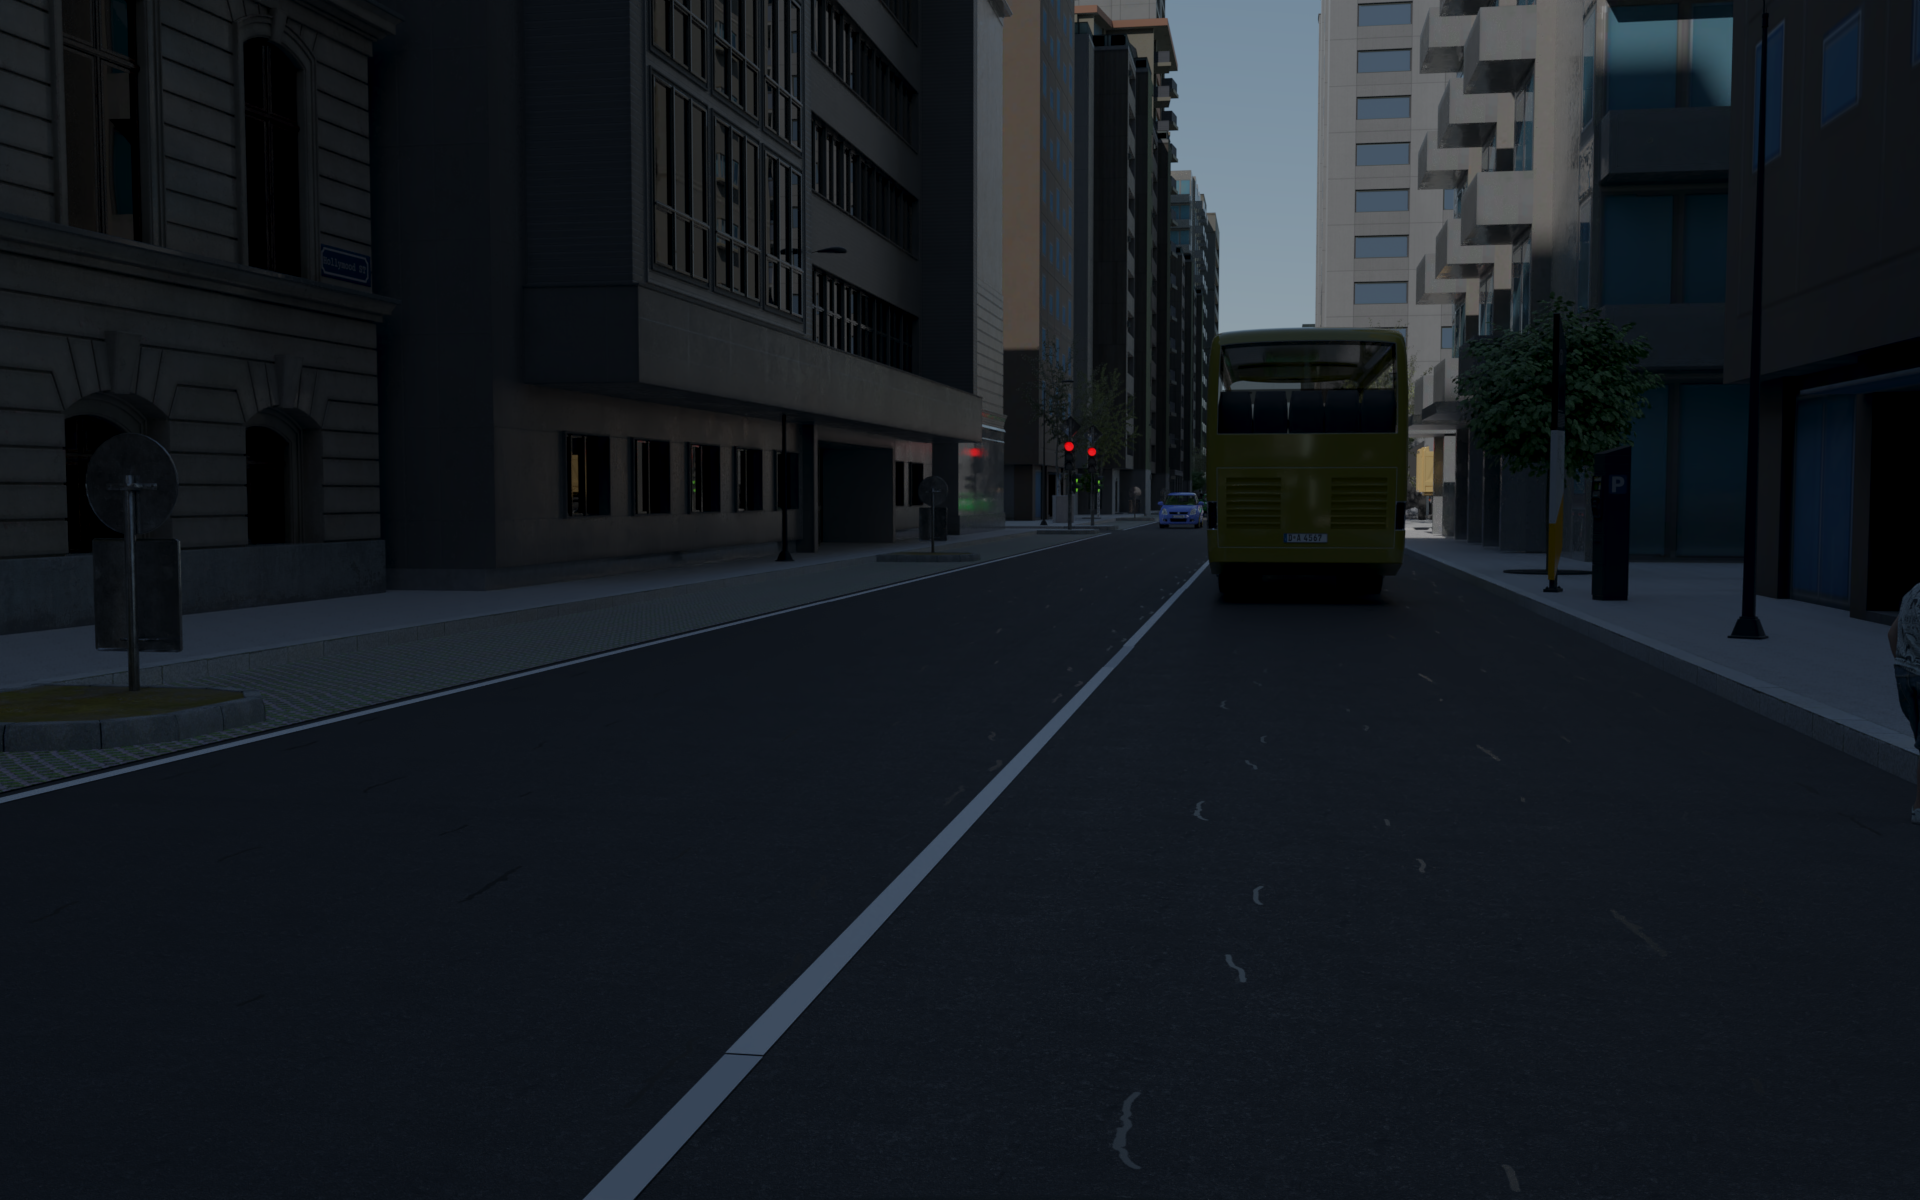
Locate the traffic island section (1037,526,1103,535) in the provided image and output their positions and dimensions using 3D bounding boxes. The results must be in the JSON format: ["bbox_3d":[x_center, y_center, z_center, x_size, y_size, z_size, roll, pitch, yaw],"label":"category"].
[{"bbox_3d":[3.929,-2.451,62.347,2.009,0.180,2.903,1,4,10],"label":"traffic island section"}]

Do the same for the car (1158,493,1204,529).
[{"bbox_3d":[9.378,-3.896,73.295,1.945,1.707,3.694,1,4,11],"label":"car"}]

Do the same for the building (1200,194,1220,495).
[{"bbox_3d":[31.126,-40.311,282.789,21.300,48.544,21.600,1,4,10],"label":"building"}]

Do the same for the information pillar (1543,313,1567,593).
[{"bbox_3d":[7.821,-1.916,22.678,0.183,3.616,0.504,2,4,30],"label":"information pillar"}]

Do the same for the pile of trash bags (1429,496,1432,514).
[{"bbox_3d":[28.082,-5.877,105.835,3.447,1.369,1.912,2,4,32],"label":"pile of trash bags"}]

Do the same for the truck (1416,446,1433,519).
[{"bbox_3d":[21.663,-4.093,62.840,9.791,3.379,3.469,1,4,12],"label":"truck"}]

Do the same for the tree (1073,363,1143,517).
[{"bbox_3d":[8.050,-9.069,98.636,4.737,8.622,4.395,0,3,0],"label":"tree"}]

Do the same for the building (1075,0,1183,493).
[{"bbox_3d":[13.331,-45.583,183.529,20.563,71.187,20.611,1,4,10],"label":"building"}]

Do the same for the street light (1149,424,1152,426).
[{"bbox_3d":[12.001,-8.713,114.993,1.470,5.913,1.316,1,4,10],"label":"street light"}]

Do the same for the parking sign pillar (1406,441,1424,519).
[{"bbox_3d":[22.955,-6.103,88.253,1.447,3.967,1.447,1,4,22],"label":"parking sign pillar"}]

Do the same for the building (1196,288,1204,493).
[{"bbox_3d":[25.599,-28.340,235.057,14.160,30.474,14.107,1,4,10],"label":"building"}]

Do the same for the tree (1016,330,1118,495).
[{"bbox_3d":[4.700,-7.811,78.066,4.360,8.622,3.978,0,3,0],"label":"tree"}]

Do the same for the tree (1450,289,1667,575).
[{"bbox_3d":[9.654,-2.709,28.009,4.285,4.588,4.351,0,3,0],"label":"tree"}]

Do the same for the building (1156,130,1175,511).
[{"bbox_3d":[8.701,-22.090,132.880,14.160,30.474,14.107,1,4,10],"label":"building"}]

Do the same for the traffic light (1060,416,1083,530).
[{"bbox_3d":[3.967,-4.482,62.205,0.839,4.253,0.868,1,4,10],"label":"traffic light"}]

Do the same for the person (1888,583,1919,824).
[{"bbox_3d":[4.254,0.343,7.572,0.352,1.250,0.332,2,4,26],"label":"person"}]

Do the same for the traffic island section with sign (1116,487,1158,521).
[{"bbox_3d":[9.410,-5.144,92.726,1.989,1.847,2.006,1,4,10],"label":"traffic island section with sign"}]

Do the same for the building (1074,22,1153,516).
[{"bbox_3d":[4.752,-20.730,110.634,14.160,30.474,14.107,1,4,10],"label":"building"}]

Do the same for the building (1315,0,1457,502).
[{"bbox_3d":[51.756,-40.227,199.705,21.231,58.520,28.212,1,4,10],"label":"building"}]

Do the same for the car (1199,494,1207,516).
[{"bbox_3d":[16.235,-6.233,110.712,1.959,1.807,4.718,1,4,10],"label":"car"}]

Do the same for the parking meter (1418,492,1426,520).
[{"bbox_3d":[22.681,-4.852,85.034,0.399,1.863,0.255,0,4,6],"label":"parking meter"}]

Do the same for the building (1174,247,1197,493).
[{"bbox_3d":[19.660,-26.272,201.246,14.160,30.474,14.107,1,4,10],"label":"building"}]

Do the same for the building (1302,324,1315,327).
[{"bbox_3d":[64.281,-31.754,290.874,14.160,30.474,14.107,1,4,10],"label":"building"}]

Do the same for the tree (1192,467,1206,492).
[{"bbox_3d":[28.438,-13.852,210.197,4.285,4.588,4.351,0,3,0],"label":"tree"}]

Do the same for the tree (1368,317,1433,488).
[{"bbox_3d":[17.953,-7.447,72.124,4.360,8.622,3.978,0,3,0],"label":"tree"}]

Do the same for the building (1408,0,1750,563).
[{"bbox_3d":[23.469,-25.846,42.195,23.786,49.044,30.456,1,4,10],"label":"building"}]

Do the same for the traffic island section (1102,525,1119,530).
[{"bbox_3d":[5.346,-2.931,70.206,2.009,0.180,2.903,1,4,10],"label":"traffic island section"}]

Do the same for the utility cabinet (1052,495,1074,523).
[{"bbox_3d":[4.593,-4.026,76.990,1.020,1.237,0.306,-3,4,-36],"label":"utility cabinet"}]

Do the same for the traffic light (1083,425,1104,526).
[{"bbox_3d":[5.384,-4.963,70.064,0.839,4.253,0.868,1,4,10],"label":"traffic light"}]

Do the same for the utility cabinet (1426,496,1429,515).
[{"bbox_3d":[24.157,-5.023,90.812,0.318,1.500,1.173,3,5,43],"label":"utility cabinet"}]

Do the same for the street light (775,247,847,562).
[{"bbox_3d":[-2.810,-3.684,32.767,1.470,5.913,1.316,1,4,10],"label":"street light"}]

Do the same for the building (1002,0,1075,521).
[{"bbox_3d":[-1.805,-26.837,88.891,14.600,45.320,14.200,1,4,10],"label":"building"}]

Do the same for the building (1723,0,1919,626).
[{"bbox_3d":[15.408,-22.195,12.999,14.600,45.320,14.200,1,4,10],"label":"building"}]

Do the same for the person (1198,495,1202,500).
[{"bbox_3d":[23.727,-10.049,173.360,0.990,1.755,0.434,0,4,0],"label":"person"}]

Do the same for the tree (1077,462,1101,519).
[{"bbox_3d":[6.947,-5.870,90.568,1.663,3.219,1.824,0,3,0],"label":"tree"}]

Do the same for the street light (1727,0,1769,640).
[{"bbox_3d":[6.488,-2.618,15.349,1.470,5.913,1.316,1,4,10],"label":"street light"}]

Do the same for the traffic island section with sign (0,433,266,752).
[{"bbox_3d":[-5.412,-0.116,10.533,1.989,1.847,2.006,1,4,10],"label":"traffic island section with sign"}]

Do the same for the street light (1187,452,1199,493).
[{"bbox_3d":[25.445,-13.279,189.649,1.470,5.913,1.316,1,4,10],"label":"street light"}]

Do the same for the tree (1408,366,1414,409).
[{"bbox_3d":[18.547,-7.815,78.130,4.737,8.622,4.395,0,3,0],"label":"tree"}]

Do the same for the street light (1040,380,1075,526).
[{"bbox_3d":[3.962,-5.996,70.570,1.470,5.913,1.316,1,4,10],"label":"street light"}]

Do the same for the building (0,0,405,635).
[{"bbox_3d":[-15.543,-11.437,6.072,14.460,24.649,34.723,1,4,10],"label":"building"}]

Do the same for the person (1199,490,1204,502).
[{"bbox_3d":[24.356,-10.252,175.745,1.348,1.869,0.705,1,4,13],"label":"person"}]

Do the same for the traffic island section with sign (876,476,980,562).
[{"bbox_3d":[-0.618,-1.742,37.105,1.989,1.847,2.006,1,4,10],"label":"traffic island section with sign"}]

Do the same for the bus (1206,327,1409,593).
[{"bbox_3d":[5.452,-2.228,27.981,2.896,3.916,12.252,1,4,10],"label":"bus"}]

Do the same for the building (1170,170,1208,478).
[{"bbox_3d":[25.135,-38.995,257.171,23.786,49.044,30.456,1,4,10],"label":"building"}]

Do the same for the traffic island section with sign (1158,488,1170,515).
[{"bbox_3d":[14.195,-6.766,119.255,1.989,1.847,2.006,1,4,10],"label":"traffic island section with sign"}]

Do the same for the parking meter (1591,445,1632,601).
[{"bbox_3d":[7.839,-0.927,20.875,0.399,1.863,0.255,0,4,-8],"label":"parking meter"}]

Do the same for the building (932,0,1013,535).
[{"bbox_3d":[-7.956,-12.867,59.533,18.267,20.994,9.793,1,4,10],"label":"building"}]

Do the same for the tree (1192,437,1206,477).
[{"bbox_3d":[29.992,-16.357,217.797,4.360,8.622,3.978,0,3,0],"label":"tree"}]

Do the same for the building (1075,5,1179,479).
[{"bbox_3d":[8.546,-30.908,159.973,22.147,44.769,28.867,1,4,10],"label":"building"}]

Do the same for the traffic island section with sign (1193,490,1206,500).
[{"bbox_3d":[23.017,-9.757,168.147,1.989,1.847,2.006,1,4,10],"label":"traffic island section with sign"}]

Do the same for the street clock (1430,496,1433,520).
[{"bbox_3d":[23.451,-4.978,85.953,0.358,2.002,0.471,3,5,42],"label":"street clock"}]

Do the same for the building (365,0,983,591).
[{"bbox_3d":[-8.876,-13.374,37.724,14.314,24.678,30.058,1,4,10],"label":"building"}]

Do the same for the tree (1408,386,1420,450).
[{"bbox_3d":[24.565,-10.419,104.759,7.601,10.594,8.767,2,4,35],"label":"tree"}]
